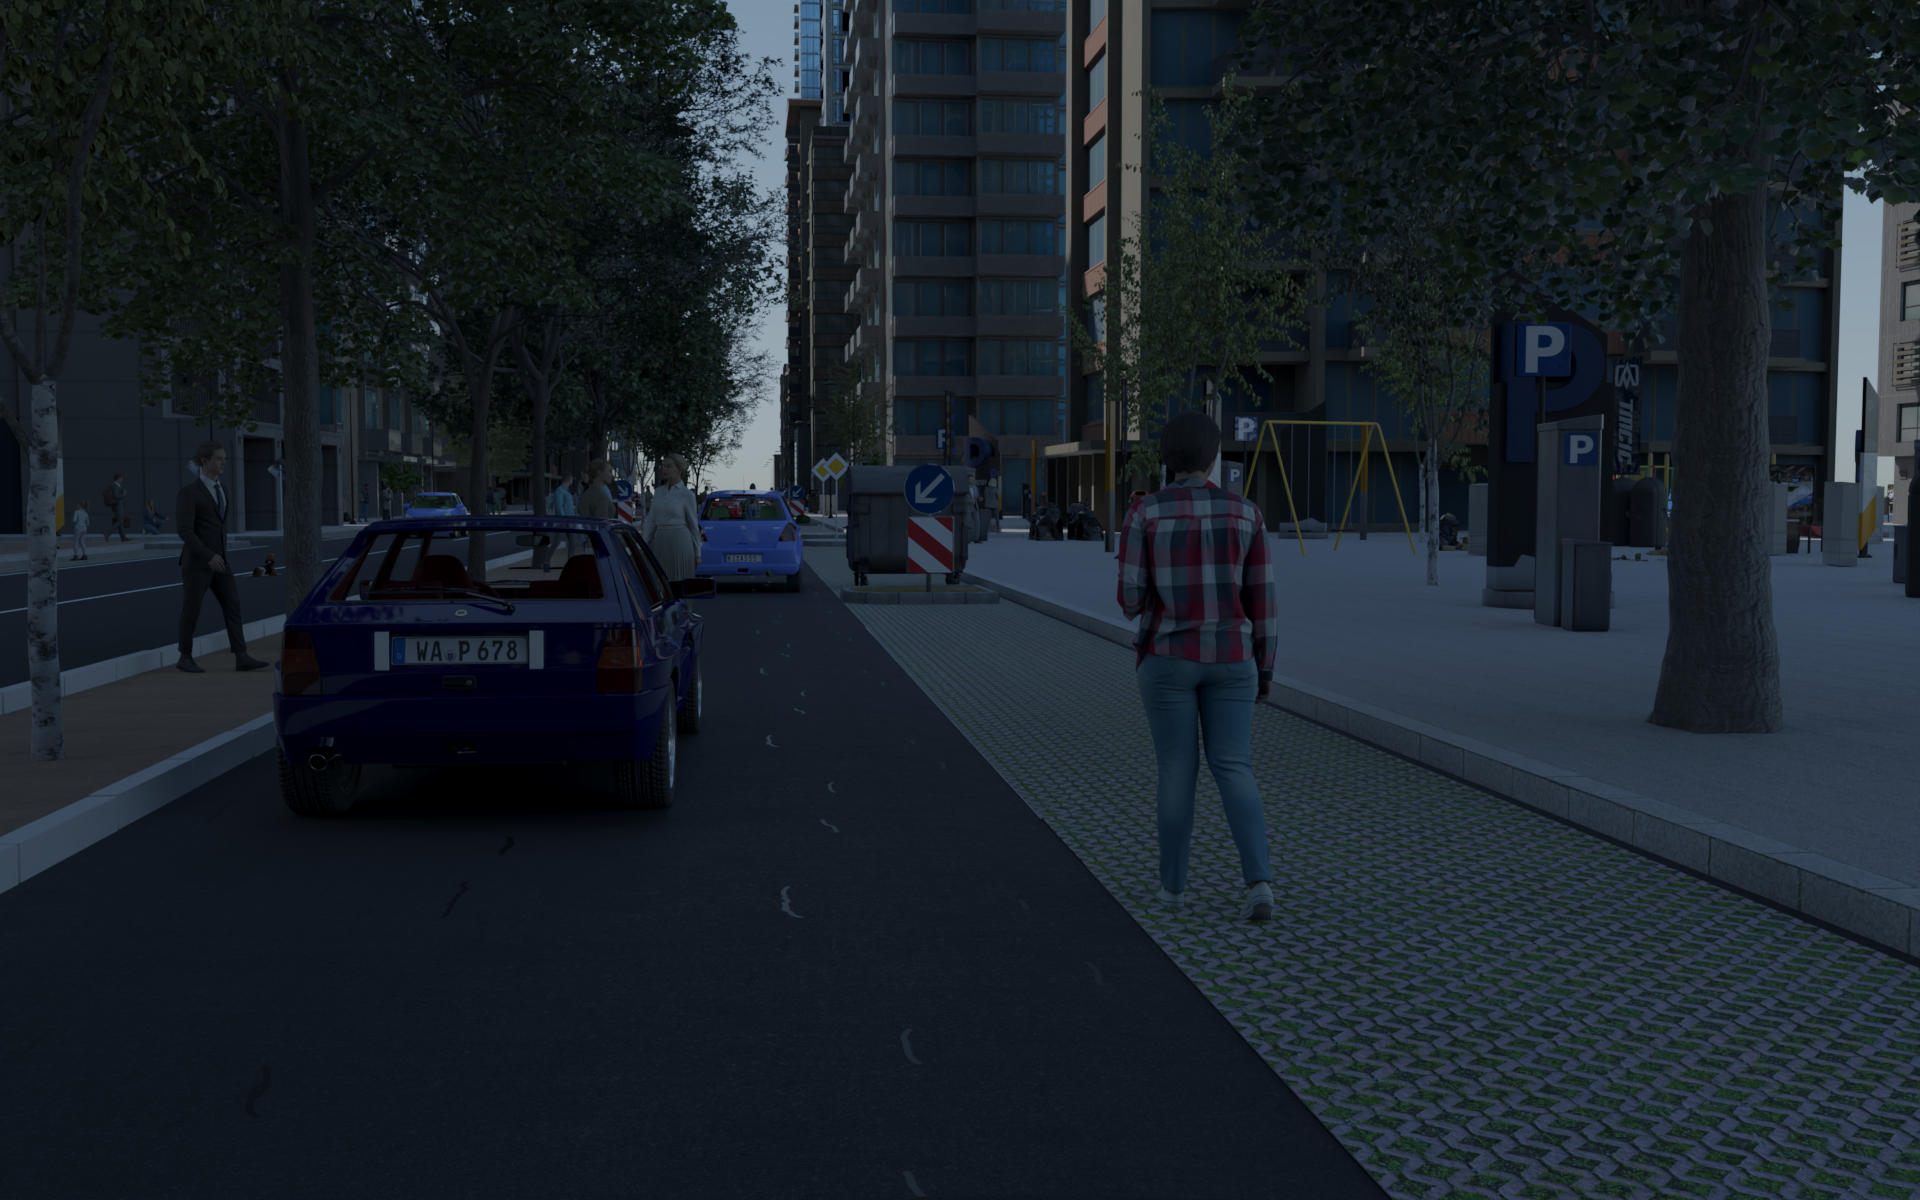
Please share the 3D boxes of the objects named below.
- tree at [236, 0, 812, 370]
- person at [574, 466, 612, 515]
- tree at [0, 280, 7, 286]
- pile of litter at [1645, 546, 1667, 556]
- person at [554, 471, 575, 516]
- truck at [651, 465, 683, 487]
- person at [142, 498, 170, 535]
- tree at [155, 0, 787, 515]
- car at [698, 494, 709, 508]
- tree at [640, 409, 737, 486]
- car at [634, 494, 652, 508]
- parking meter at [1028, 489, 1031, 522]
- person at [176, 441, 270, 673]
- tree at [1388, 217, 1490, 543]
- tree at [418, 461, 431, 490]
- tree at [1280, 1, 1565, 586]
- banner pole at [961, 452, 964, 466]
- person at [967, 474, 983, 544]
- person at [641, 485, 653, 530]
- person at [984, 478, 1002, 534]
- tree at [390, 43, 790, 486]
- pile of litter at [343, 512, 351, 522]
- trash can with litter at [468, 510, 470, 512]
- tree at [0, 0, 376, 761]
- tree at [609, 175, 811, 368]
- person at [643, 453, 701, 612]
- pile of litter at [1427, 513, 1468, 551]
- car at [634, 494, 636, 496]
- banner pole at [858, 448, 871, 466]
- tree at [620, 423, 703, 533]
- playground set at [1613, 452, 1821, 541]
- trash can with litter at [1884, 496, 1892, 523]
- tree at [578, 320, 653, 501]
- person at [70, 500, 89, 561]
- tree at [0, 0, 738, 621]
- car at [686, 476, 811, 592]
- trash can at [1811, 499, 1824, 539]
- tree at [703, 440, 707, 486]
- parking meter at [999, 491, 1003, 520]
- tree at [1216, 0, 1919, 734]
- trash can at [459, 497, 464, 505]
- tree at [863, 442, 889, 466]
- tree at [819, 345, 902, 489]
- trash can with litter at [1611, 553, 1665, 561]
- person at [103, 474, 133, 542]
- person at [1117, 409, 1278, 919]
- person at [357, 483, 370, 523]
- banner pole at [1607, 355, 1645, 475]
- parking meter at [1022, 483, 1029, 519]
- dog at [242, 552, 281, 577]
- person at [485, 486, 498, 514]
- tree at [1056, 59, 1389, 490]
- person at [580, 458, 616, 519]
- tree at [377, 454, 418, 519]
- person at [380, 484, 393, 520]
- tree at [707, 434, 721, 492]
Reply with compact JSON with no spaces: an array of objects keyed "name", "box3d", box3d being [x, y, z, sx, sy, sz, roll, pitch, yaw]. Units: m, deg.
[{"name":"tree","box3d":[-8.014,-7.328,32.639,12.009,13.543,11.850,0,3,0]},{"name":"person","box3d":[-4.582,-0.810,22.001,0.793,1.790,0.793,1,4,9]},{"name":"tree","box3d":[-21.399,-5.149,34.554,4.360,8.622,3.978,0,3,0]},{"name":"pile of litter","box3d":[15.128,-1.348,36.010,1.176,0.858,1.719,-1,4,-23]},{"name":"person","box3d":[-7.212,-1.411,31.438,0.748,1.841,0.638,1,4,21]},{"name":"truck","box3d":[-26.237,-10.286,157.083,2.839,4.237,11.283,0,4,-6]},{"name":"person","box3d":[-25.101,-2.601,54.068,0.738,1.151,1.012,1,4,15]},{"name":"tree","box3d":[-6.579,-5.264,22.944,8.767,10.594,7.601,0,4,-7]},{"name":"car","box3d":[-10.733,-4.213,77.926,2.155,1.783,4.494,0,4,-7]},{"name":"tree","box3d":[-18.054,-11.321,113.318,9.928,11.665,9.643,0,3,0]},{"name":"car","box3d":[-32.723,-10.346,178.189,2.155,1.783,4.494,0,4,-6]},{"name":"parking meter","box3d":[3.310,-4.326,79.141,0.372,1.533,0.369,0,3,0]},{"name":"person","box3d":[-5.926,-0.339,13.815,0.755,1.850,0.659,1,4,15]},{"name":"tree","box3d":[12.241,-5.814,45.417,4.737,8.622,4.395,0,3,0]},{"name":"tree","box3d":[-27.269,-5.563,85.555,1.663,3.219,1.824,0,3,0]},{"name":"tree","box3d":[6.532,-4.496,23.865,4.360,8.622,3.978,0,3,0]},{"name":"banner pole","box3d":[0.403,-6.193,91.280,0.863,3.779,0.401,3,5,41]},{"name":"person","box3d":[0.321,-2.362,44.869,0.606,1.804,0.583,-3,5,-39]},{"name":"person","box3d":[-12.411,-3.669,68.767,0.520,1.790,0.573,-1,4,-15]},{"name":"person","box3d":[1.055,-3.071,56.441,0.537,1.800,0.526,2,4,34]},{"name":"tree","box3d":[-9.146,-7.592,43.601,9.611,12.733,9.660,0,3,0]},{"name":"pile of litter","box3d":[-28.823,-4.032,79.893,1.719,0.858,1.176,-2,4,-33]},{"name":"trash can with litter","box3d":[-34.952,-6.723,120.985,2.233,1.210,1.678,-2,4,-27]},{"name":"tree","box3d":[-4.965,-3.452,9.265,4.737,8.622,4.395,0,3,0]},{"name":"tree","box3d":[-15.444,-14.851,101.160,12.611,20.169,13.585,0,3,0]},{"name":"person","box3d":[-2.571,-0.428,15.730,0.478,1.798,0.641,2,4,34]},{"name":"pile of litter","box3d":[11.395,-1.564,39.544,1.719,0.858,1.176,-1,4,-22]},{"name":"car","box3d":[-35.581,-10.943,190.717,2.131,1.459,4.920,-1,4,-8]},{"name":"banner pole","box3d":[-5.287,-6.414,94.894,0.863,3.779,0.401,1,4,8]},{"name":"tree","box3d":[-11.490,-6.719,62.671,4.360,8.622,3.978,0,3,0]},{"name":"playground set","box3d":[20.959,-3.771,48.431,5.637,4.214,5.302,-1,4,-9]},{"name":"trash can with litter","box3d":[41.483,-4.051,77.293,1.678,1.210,2.233,-1,4,-19]},{"name":"tree","box3d":[-11.184,-6.435,58.034,4.737,8.622,4.395,0,3,0]},{"name":"person","box3d":[-18.863,-1.486,37.076,0.394,1.301,0.425,0,4,2]},{"name":"tree","box3d":[-5.888,-5.792,15.281,7.486,12.596,7.792,0,3,0]},{"name":"car","box3d":[-3.259,-1.035,26.516,1.945,1.707,3.694,0,4,-5]},{"name":"trash can","box3d":[24.730,-2.341,49.930,0.748,1.137,0.748,0,3,0]},{"name":"tree","box3d":[-14.008,-7.832,80.874,4.360,8.622,3.978,0,3,0]},{"name":"parking meter","box3d":[1.951,-4.749,86.063,0.372,1.533,0.369,0,3,0]},{"name":"tree","box3d":[4.246,-6.263,9.059,9.857,13.997,8.962,0,3,0]},{"name":"trash can","box3d":[-28.650,-5.334,98.857,0.748,1.137,0.748,0,3,0]},{"name":"tree","box3d":[-3.167,-4.267,64.366,1.663,3.219,1.824,0,3,0]},{"name":"tree","box3d":[-5.252,-8.335,86.641,4.737,8.622,4.395,0,3,0]},{"name":"trash can with litter","box3d":[12.416,-1.372,33.485,2.233,1.210,1.678,2,4,28]},{"name":"person","box3d":[-22.642,-2.475,46.478,0.622,1.834,0.822,3,5,44]},{"name":"person","box3d":[0.812,0.210,5.912,0.563,1.720,0.643,0,4,-4]},{"name":"person","box3d":[-26.790,-4.377,77.947,0.721,1.781,0.623,-3,5,-45]},{"name":"banner pole","box3d":[10.521,-2.311,27.806,0.863,3.779,0.401,3,5,39]},{"name":"parking meter","box3d":[3.425,-5.125,89.510,0.399,1.863,0.255,0,3,0]},{"name":"dog","box3d":[-12.195,-0.613,30.208,0.748,0.427,0.550,-2,4,-32]},{"name":"person","box3d":[-23.754,-4.834,87.517,0.794,1.824,0.713,-1,4,-13]},{"name":"tree","box3d":[4.321,-4.875,30.071,4.737,8.622,4.395,0,3,0]},{"name":"person","box3d":[-3.264,-0.419,15.895,0.362,1.759,0.519,-2,4,-30]},{"name":"tree","box3d":[-27.146,-5.420,83.211,1.663,3.219,1.824,0,3,0]},{"name":"person","box3d":[-20.984,-3.347,63.397,0.473,1.802,0.592,-1,4,-19]},{"name":"tree","box3d":[-19.566,-10.730,128.254,4.360,8.622,3.978,0,3,0]}]
